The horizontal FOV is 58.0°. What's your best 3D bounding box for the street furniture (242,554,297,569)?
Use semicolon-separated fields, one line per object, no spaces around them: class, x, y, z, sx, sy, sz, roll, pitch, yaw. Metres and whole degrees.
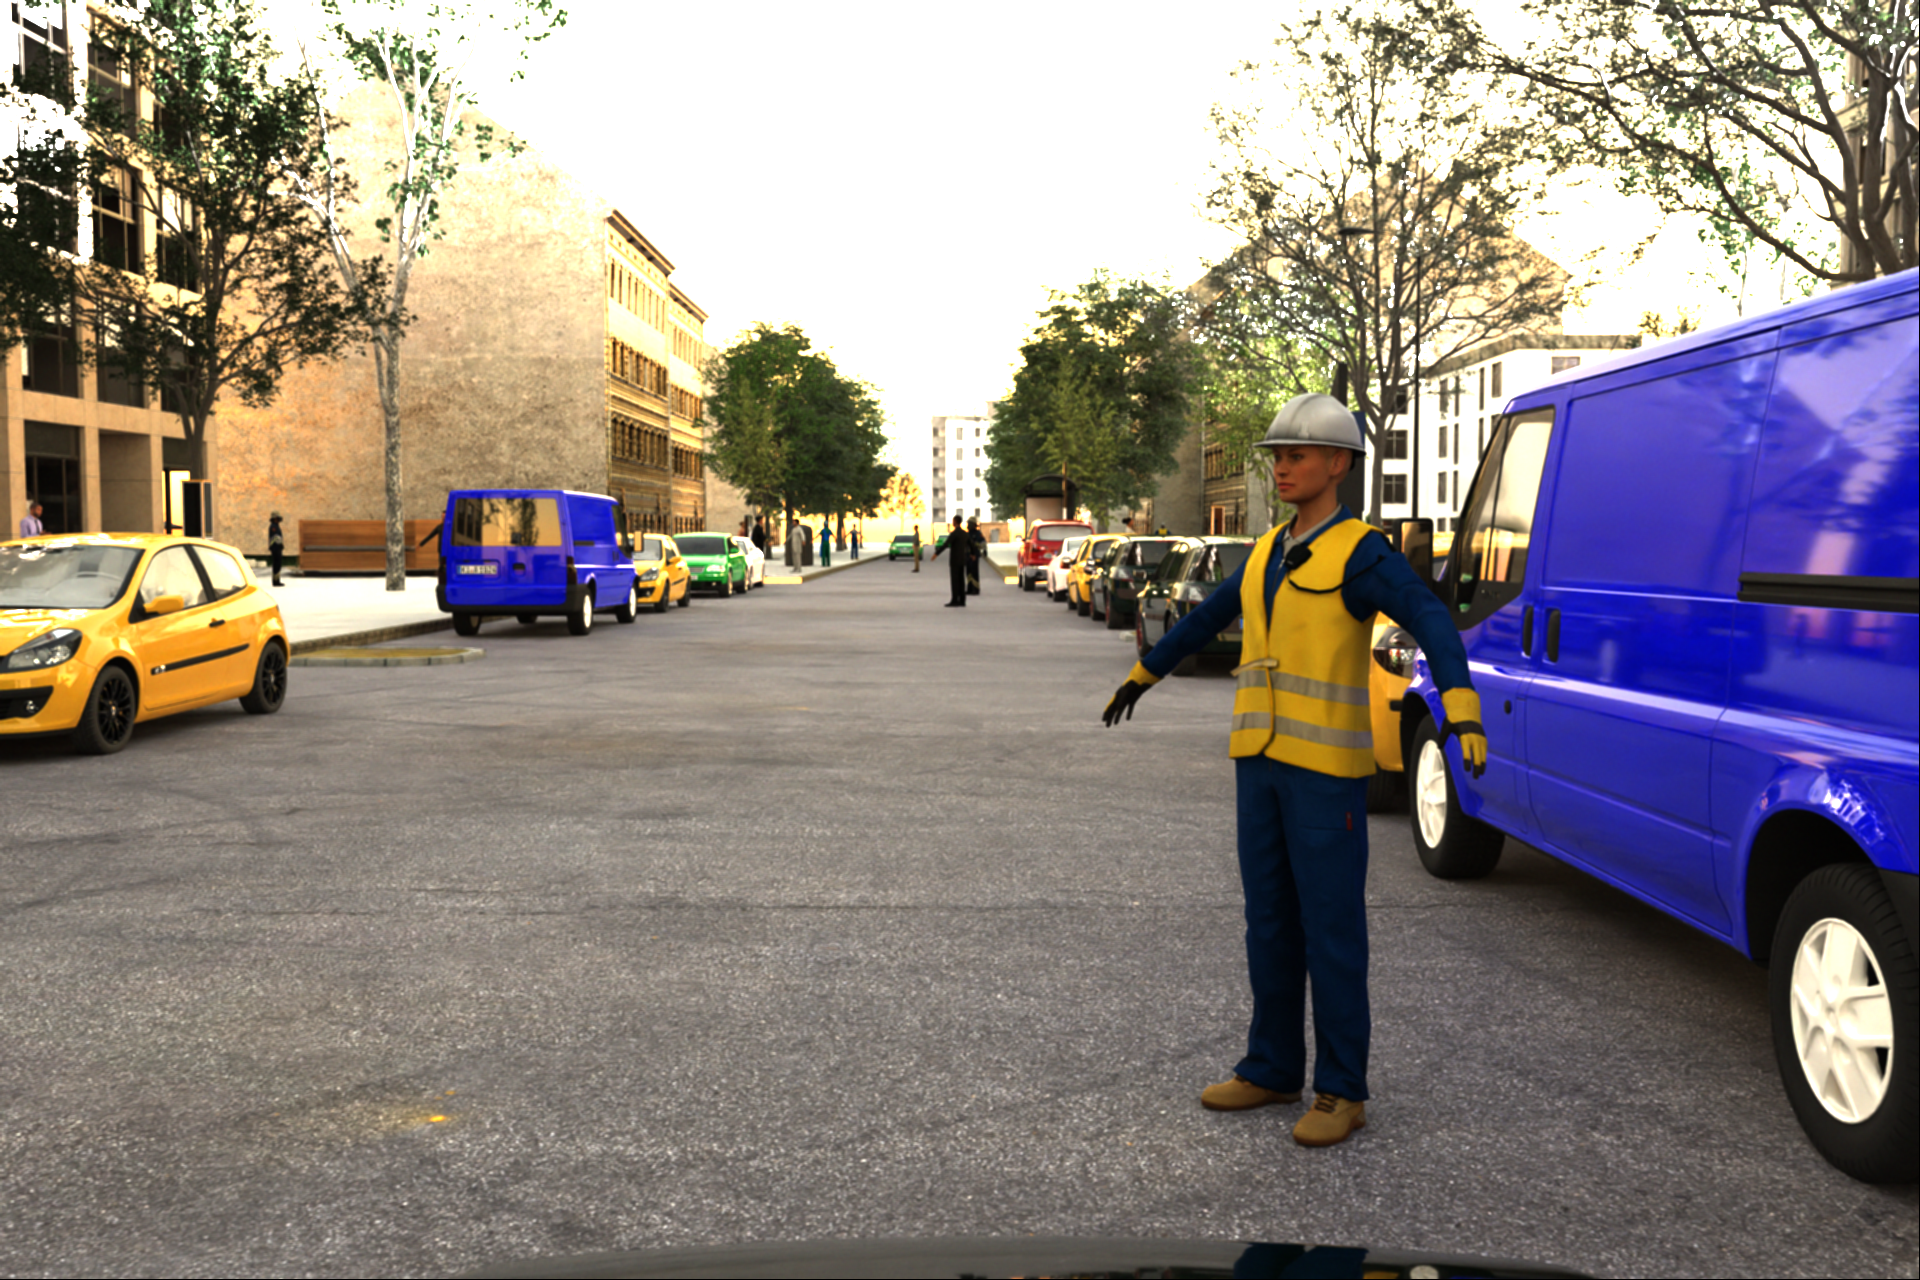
street furniture;-27.955;-3.091;66.162;5.734;0.657;10.072;1;4;12

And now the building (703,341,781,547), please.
building;-29.233;-21.433;181.362;19.493;23.208;18.063;0;4;1

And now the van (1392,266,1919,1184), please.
van;2.886;-0.067;5.477;2.240;2.365;5.245;0;4;-1

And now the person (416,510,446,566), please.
person;-11.766;-2.053;39.630;1.348;1.821;0.705;1;4;9

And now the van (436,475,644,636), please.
van;-6.182;-1.330;26.125;2.240;2.365;5.245;0;3;0

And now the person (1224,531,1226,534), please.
person;13.454;-5.133;89.694;0.705;1.858;1.354;2;4;27

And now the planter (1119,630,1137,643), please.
planter;3.188;-0.143;23.478;1.991;0.319;1.994;0;4;-1

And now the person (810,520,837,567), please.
person;-5.244;-3.736;67.214;0.704;1.817;1.347;3;5;43

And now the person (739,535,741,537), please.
person;-9.213;-3.862;72.405;0.991;1.433;0.599;1;4;12

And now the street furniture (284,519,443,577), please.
street furniture;-17.067;-3.002;55.940;9.812;1.723;11.010;-1;4;-23

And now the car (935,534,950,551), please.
car;-1.285;-8.678;150.686;1.959;1.807;4.718;0;4;-1

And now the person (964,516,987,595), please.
person;0.270;-1.987;40.727;0.705;1.856;1.354;-3;4;-36

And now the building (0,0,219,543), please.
building;-32.541;-14.238;35.986;19.351;26.588;34.151;0;3;0

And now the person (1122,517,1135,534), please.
person;4.755;-2.504;47.709;0.721;1.739;1.217;1;4;8

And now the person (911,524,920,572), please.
person;-1.674;-3.459;65.285;0.705;1.796;1.348;0;4;-1

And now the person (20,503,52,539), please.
person;-16.628;-1.554;31.326;0.599;1.838;0.709;0;4;5

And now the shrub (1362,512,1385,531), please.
shrub;14.623;-3.557;62.202;1.661;2.075;1.752;0;3;0

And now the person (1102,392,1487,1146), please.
person;0.778;0.290;4.184;0.721;1.772;1.216;-2;4;-35

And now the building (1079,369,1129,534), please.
building;23.858;-22.672;201.607;19.493;23.208;18.063;0;3;0

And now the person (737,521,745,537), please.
person;-7.530;-3.302;60.786;0.721;1.733;1.217;1;4;20

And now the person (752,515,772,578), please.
person;-5.872;-2.750;50.902;0.705;1.837;1.347;-2;4;-27

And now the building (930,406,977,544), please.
building;-4.044;-23.828;248.456;11.380;20.090;16.016;0;4;4

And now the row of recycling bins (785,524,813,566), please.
row of recycling bins;-6.503;-3.874;70.446;1.069;1.692;3.534;0;4;0

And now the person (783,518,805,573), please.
person;-5.466;-3.147;57.647;0.705;1.806;1.347;-3;4;-36

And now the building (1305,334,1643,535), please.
building;24.179;-8.851;86.857;9.099;9.664;28.070;0;4;0

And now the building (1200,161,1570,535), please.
building;26.059;-17.093;110.396;19.493;23.208;18.063;0;4;0

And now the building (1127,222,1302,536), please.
building;22.677;-18.227;128.947;19.493;23.208;18.063;0;4;0

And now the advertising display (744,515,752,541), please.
advertising display;-7.163;-3.270;58.684;0.123;1.923;0.974;0;4;2

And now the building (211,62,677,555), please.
building;-25.656;-15.787;89.045;19.493;23.208;18.063;0;4;0

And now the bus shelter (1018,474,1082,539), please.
bus shelter;3.132;-4.111;61.139;2.014;3.302;5.546;0;4;0

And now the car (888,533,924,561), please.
car;-2.952;-5.271;94.970;1.959;1.807;4.718;0;3;0

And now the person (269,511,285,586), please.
person;-16.770;-2.245;42.571;0.704;1.845;1.351;-2;4;-23

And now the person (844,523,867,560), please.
person;-5.218;-4.897;85.927;1.347;1.847;0.705;2;4;29

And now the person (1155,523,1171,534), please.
person;9.686;-4.692;82.686;1.349;1.833;0.705;1;4;9

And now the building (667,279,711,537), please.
building;-26.955;-17.124;110.913;19.493;23.208;18.063;0;3;0

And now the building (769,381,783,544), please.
building;-28.256;-21.893;214.369;16.016;20.090;11.380;0;3;0

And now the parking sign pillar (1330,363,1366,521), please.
parking sign pillar;6.153;-2.416;27.966;1.447;3.967;1.447;0;4;0

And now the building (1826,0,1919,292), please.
building;26.946;-11.663;37.365;8.464;21.280;15.925;0;4;0

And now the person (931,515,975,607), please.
person;-0.072;-1.562;34.225;0.704;1.802;1.346;3;4;38

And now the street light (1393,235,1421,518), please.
street light;7.485;-3.290;26.334;1.470;5.913;1.316;0;3;0
